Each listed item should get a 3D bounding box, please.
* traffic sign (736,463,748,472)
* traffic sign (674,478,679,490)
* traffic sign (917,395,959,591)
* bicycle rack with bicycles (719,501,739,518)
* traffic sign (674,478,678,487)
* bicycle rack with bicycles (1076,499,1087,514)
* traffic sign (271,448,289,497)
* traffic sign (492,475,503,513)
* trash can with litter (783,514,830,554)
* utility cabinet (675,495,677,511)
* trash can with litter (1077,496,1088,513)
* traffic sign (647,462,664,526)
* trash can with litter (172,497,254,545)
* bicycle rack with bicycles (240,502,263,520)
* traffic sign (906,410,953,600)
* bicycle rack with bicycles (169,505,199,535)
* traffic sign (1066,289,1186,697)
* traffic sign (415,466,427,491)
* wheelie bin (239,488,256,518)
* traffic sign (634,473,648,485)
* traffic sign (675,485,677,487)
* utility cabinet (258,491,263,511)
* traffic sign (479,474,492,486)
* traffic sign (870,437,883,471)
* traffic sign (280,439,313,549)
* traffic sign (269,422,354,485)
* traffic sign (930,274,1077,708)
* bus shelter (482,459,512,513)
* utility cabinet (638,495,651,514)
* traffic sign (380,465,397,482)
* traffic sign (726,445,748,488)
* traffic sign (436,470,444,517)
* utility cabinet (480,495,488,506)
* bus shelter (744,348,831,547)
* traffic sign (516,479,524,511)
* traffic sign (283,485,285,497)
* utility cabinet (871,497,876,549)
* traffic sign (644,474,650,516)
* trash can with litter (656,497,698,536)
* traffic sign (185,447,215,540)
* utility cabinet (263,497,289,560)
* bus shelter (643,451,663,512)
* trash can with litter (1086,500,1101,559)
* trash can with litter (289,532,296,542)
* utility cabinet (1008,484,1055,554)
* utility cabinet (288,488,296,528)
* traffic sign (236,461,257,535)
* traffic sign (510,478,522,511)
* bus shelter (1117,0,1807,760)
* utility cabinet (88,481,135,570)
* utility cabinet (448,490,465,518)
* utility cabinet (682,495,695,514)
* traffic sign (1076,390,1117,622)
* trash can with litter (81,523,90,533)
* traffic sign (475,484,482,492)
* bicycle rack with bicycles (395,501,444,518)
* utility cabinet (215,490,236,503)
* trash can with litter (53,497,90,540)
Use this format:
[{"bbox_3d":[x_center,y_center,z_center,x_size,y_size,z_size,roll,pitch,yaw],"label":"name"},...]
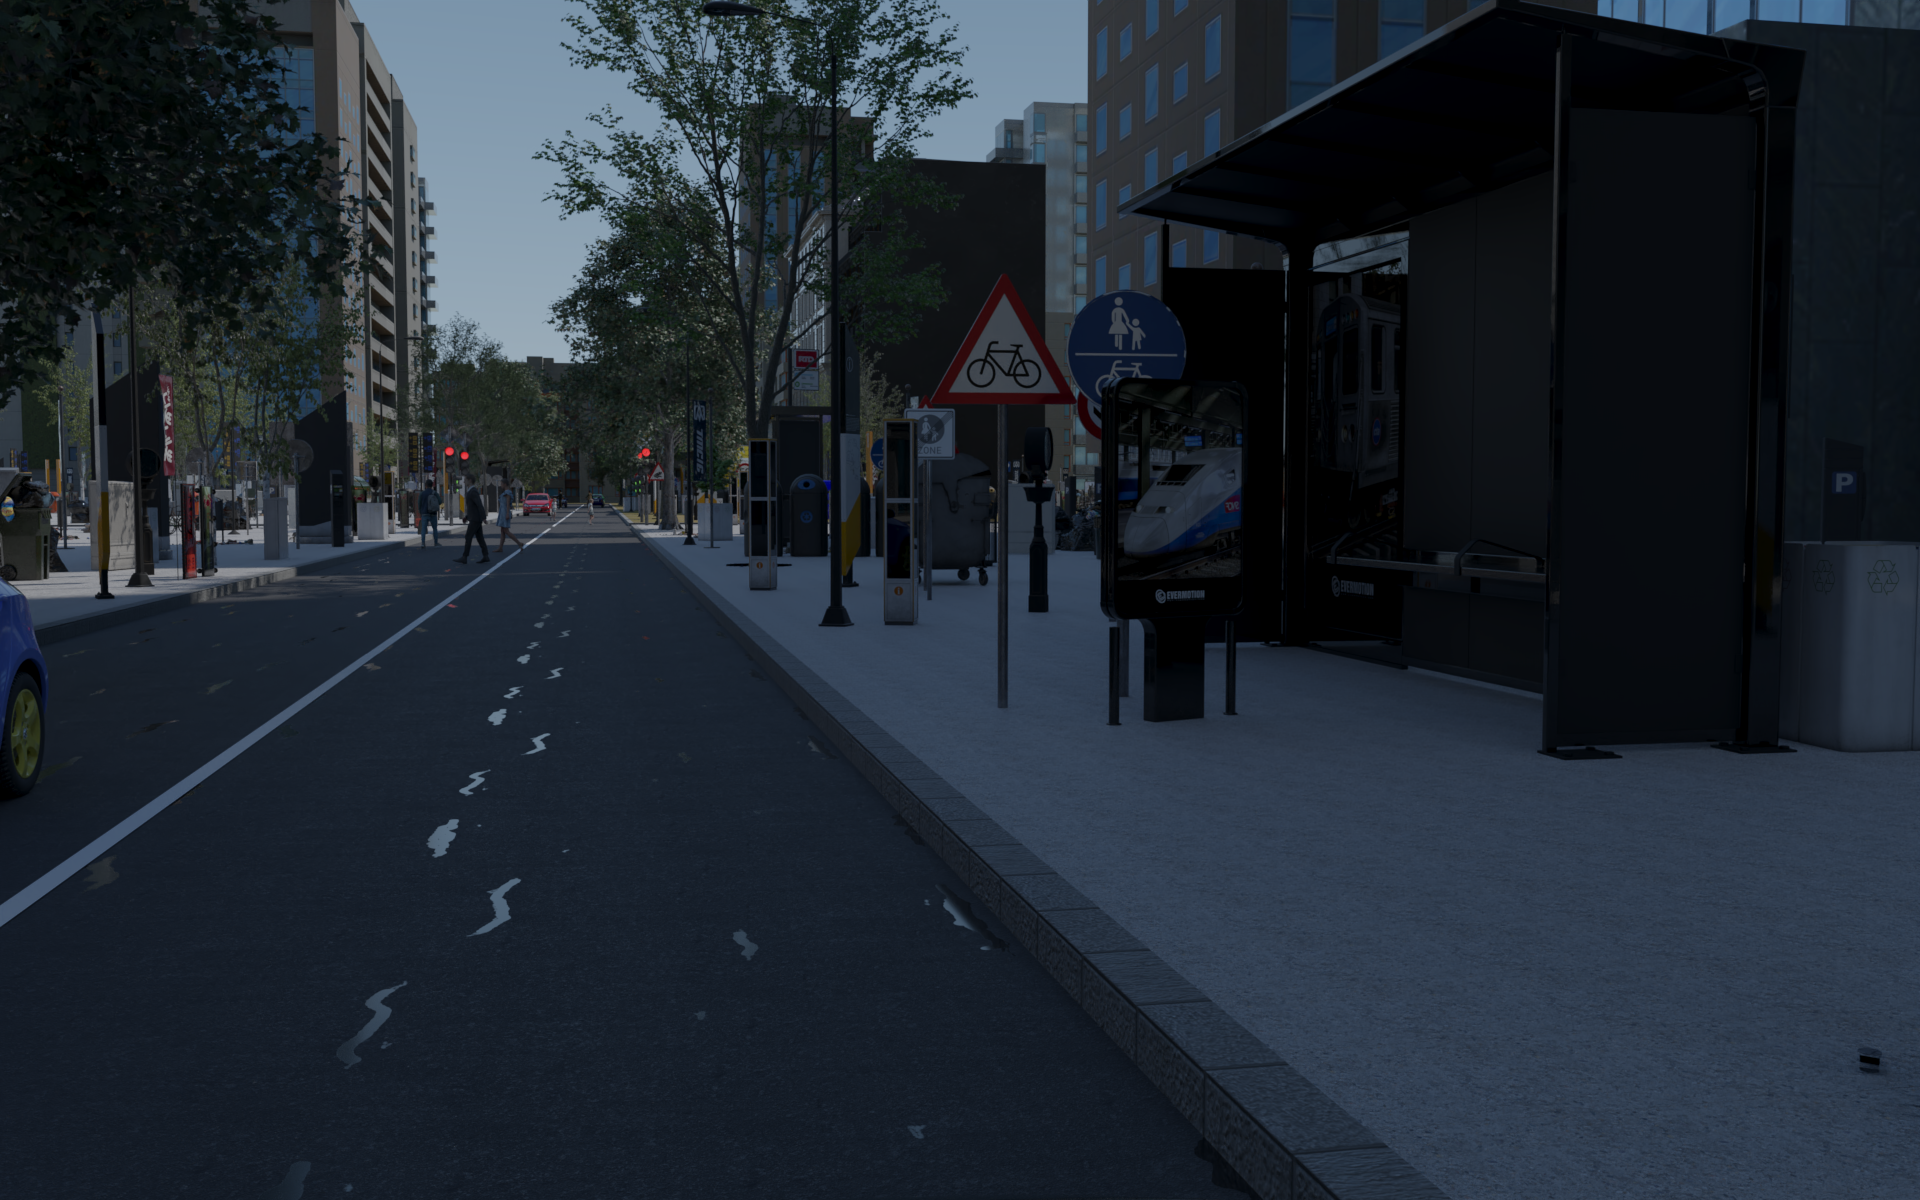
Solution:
[{"bbox_3d":[-8.754,-4.309,70.556,0.768,2.556,0.104,0,4,-4],"label":"traffic sign"},{"bbox_3d":[-21.213,-7.853,128.495,0.768,2.556,0.104,0,4,-3],"label":"traffic sign"},{"bbox_3d":[-0.454,-1.400,22.891,0.884,2.594,0.081,0,4,-6],"label":"traffic sign"},{"bbox_3d":[-12.313,-4.936,94.090,2.925,0.926,2.852,-2,4,-34],"label":"bicycle rack with bicycles"},{"bbox_3d":[-21.063,-7.757,126.937,0.768,2.556,0.104,-1,4,-11],"label":"traffic sign"},{"bbox_3d":[9.407,-6.675,122.524,2.925,0.926,2.852,2,4,33],"label":"bicycle rack with bicycles"},{"bbox_3d":[-18.652,-2.904,47.585,0.768,2.556,0.104,0,4,-5],"label":"traffic sign"},{"bbox_3d":[-30.666,-7.016,114.816,0.768,2.556,0.104,0,4,-4],"label":"traffic sign"},{"bbox_3d":[-3.401,-1.645,37.947,1.678,1.210,2.233,2,4,34],"label":"trash can with litter"},{"bbox_3d":[-16.542,-5.407,99.566,0.306,1.237,1.020,0,4,2],"label":"utility cabinet"},{"bbox_3d":[7.750,-6.097,110.750,1.678,1.210,2.233,2,4,30],"label":"trash can with litter"},{"bbox_3d":[-12.090,-4.251,69.503,0.884,2.594,0.081,0,4,-4],"label":"traffic sign"},{"bbox_3d":[-18.719,-2.021,44.106,2.233,1.210,1.678,1,4,11],"label":"trash can with litter"},{"bbox_3d":[-34.951,-4.314,83.909,2.852,0.926,2.925,-3,5,-45],"label":"bicycle rack with bicycles"},{"bbox_3d":[-0.368,-1.145,20.848,0.606,2.300,0.079,-1,4,-9],"label":"traffic sign"},{"bbox_3d":[-25.187,-2.531,54.762,2.925,0.926,2.852,1,4,23],"label":"bicycle rack with bicycles"},{"bbox_3d":[1.031,-0.660,10.901,0.768,2.556,0.104,0,4,-8],"label":"traffic sign"},{"bbox_3d":[-24.632,-4.861,79.586,0.768,2.556,0.104,0,4,-5],"label":"traffic sign"},{"bbox_3d":[-38.811,-5.294,94.467,0.980,1.594,0.693,-1,4,-23],"label":"wheelie bin"},{"bbox_3d":[-18.064,-5.994,98.107,0.768,2.556,0.104,0,4,-8],"label":"traffic sign"},{"bbox_3d":[-21.296,-7.846,128.289,0.884,2.594,0.081,-1,4,-12],"label":"traffic sign"},{"bbox_3d":[-52.559,-7.475,130.892,1.173,1.500,0.318,0,4,2],"label":"utility cabinet"},{"bbox_3d":[-29.377,-6.555,107.272,0.768,2.556,0.104,0,4,-3],"label":"traffic sign"},{"bbox_3d":[-1.616,-2.351,38.551,0.768,2.556,0.104,0,4,-3],"label":"traffic sign"},{"bbox_3d":[-15.409,-2.455,40.239,0.768,2.556,0.104,0,4,-5],"label":"traffic sign"},{"bbox_3d":[-18.229,-3.355,48.721,2.265,3.308,0.079,0,4,-7],"label":"traffic sign"},{"bbox_3d":[0.256,-0.631,10.328,0.884,2.594,0.081,-1,4,-10],"label":"traffic sign"},{"bbox_3d":[-31.786,-7.817,119.091,1.731,3.624,6.357,-1,4,-12],"label":"bus shelter"},{"bbox_3d":[-20.406,-6.167,111.988,0.306,1.237,1.020,-3,5,-42],"label":"utility cabinet"},{"bbox_3d":[-25.181,-4.653,76.078,0.884,2.594,0.081,-1,4,-10],"label":"traffic sign"},{"bbox_3d":[-8.827,-4.777,71.974,2.265,3.308,0.079,-1,4,-10],"label":"traffic sign"},{"bbox_3d":[-27.797,-5.654,92.444,0.884,2.594,0.081,-1,4,-11],"label":"traffic sign"},{"bbox_3d":[-31.312,-6.185,112.284,1.020,1.237,0.306,0,4,4],"label":"utility cabinet"},{"bbox_3d":[-4.444,-4.144,45.391,2.179,5.291,8.768,-1,4,-12],"label":"bus shelter"},{"bbox_3d":[-34.415,-8.184,134.995,0.795,2.450,0.064,0,4,-7],"label":"traffic sign"},{"bbox_3d":[-22.026,-3.320,56.407,0.606,2.300,0.079,0,4,-3],"label":"traffic sign"},{"bbox_3d":[-1.835,-1.806,40.692,1.020,1.237,0.306,0,4,6],"label":"utility cabinet"},{"bbox_3d":[-18.859,-6.324,103.503,0.768,2.556,0.104,0,4,-5],"label":"traffic sign"},{"bbox_3d":[-8.359,-2.608,53.701,1.678,1.210,2.233,-2,4,-31],"label":"trash can with litter"},{"bbox_3d":[-20.660,-2.874,47.094,0.768,2.556,0.104,0,4,-5],"label":"traffic sign"},{"bbox_3d":[-13.502,-1.407,34.166,0.306,1.237,1.020,-1,4,-12],"label":"utility cabinet"},{"bbox_3d":[-21.199,-8.760,120.853,2.179,5.291,8.768,-1,4,-12],"label":"bus shelter"},{"bbox_3d":[2.967,-1.392,34.141,0.624,1.170,1.055,2,4,29],"label":"trash can with litter"},{"bbox_3d":[-17.373,-2.132,46.250,1.055,1.170,0.624,0,4,-5],"label":"trash can with litter"},{"bbox_3d":[1.427,-1.730,36.957,1.173,1.500,0.318,1,4,14],"label":"utility cabinet"},{"bbox_3d":[-24.592,-3.402,64.300,0.318,1.500,1.173,-3,4,-38],"label":"utility cabinet"},{"bbox_3d":[-22.149,-3.161,53.807,0.606,2.300,0.079,0,4,-5],"label":"traffic sign"},{"bbox_3d":[-34.263,-8.176,133.679,0.884,2.594,0.081,-1,4,-11],"label":"traffic sign"},{"bbox_3d":[2.751,-1.232,11.434,1.731,3.624,6.357,-1,4,-12],"label":"bus shelter"},{"bbox_3d":[-14.257,-1.260,29.272,0.318,1.500,1.173,0,3,0],"label":"utility cabinet"},{"bbox_3d":[-27.012,-5.174,93.278,1.173,1.500,0.318,0,4,0],"label":"utility cabinet"},{"bbox_3d":[-16.949,-5.972,108.800,1.020,1.237,0.306,1,4,10],"label":"utility cabinet"},{"bbox_3d":[1.536,-1.054,17.341,0.768,2.556,0.104,0,4,-4],"label":"traffic sign"},{"bbox_3d":[-28.617,-2.823,57.542,0.624,1.170,1.055,1,4,21],"label":"trash can with litter"},{"bbox_3d":[-41.298,-9.086,148.561,0.884,2.594,0.081,-1,4,-9],"label":"traffic sign"},{"bbox_3d":[-29.777,-4.984,94.875,2.925,0.926,2.852,3,5,42],"label":"bicycle rack with bicycles"},{"bbox_3d":[-40.868,-5.358,96.286,1.173,1.500,0.318,-3,5,-40],"label":"utility cabinet"},{"bbox_3d":[-25.468,-2.306,48.762,1.678,1.210,2.233,-1,4,-18],"label":"trash can with litter"}]
